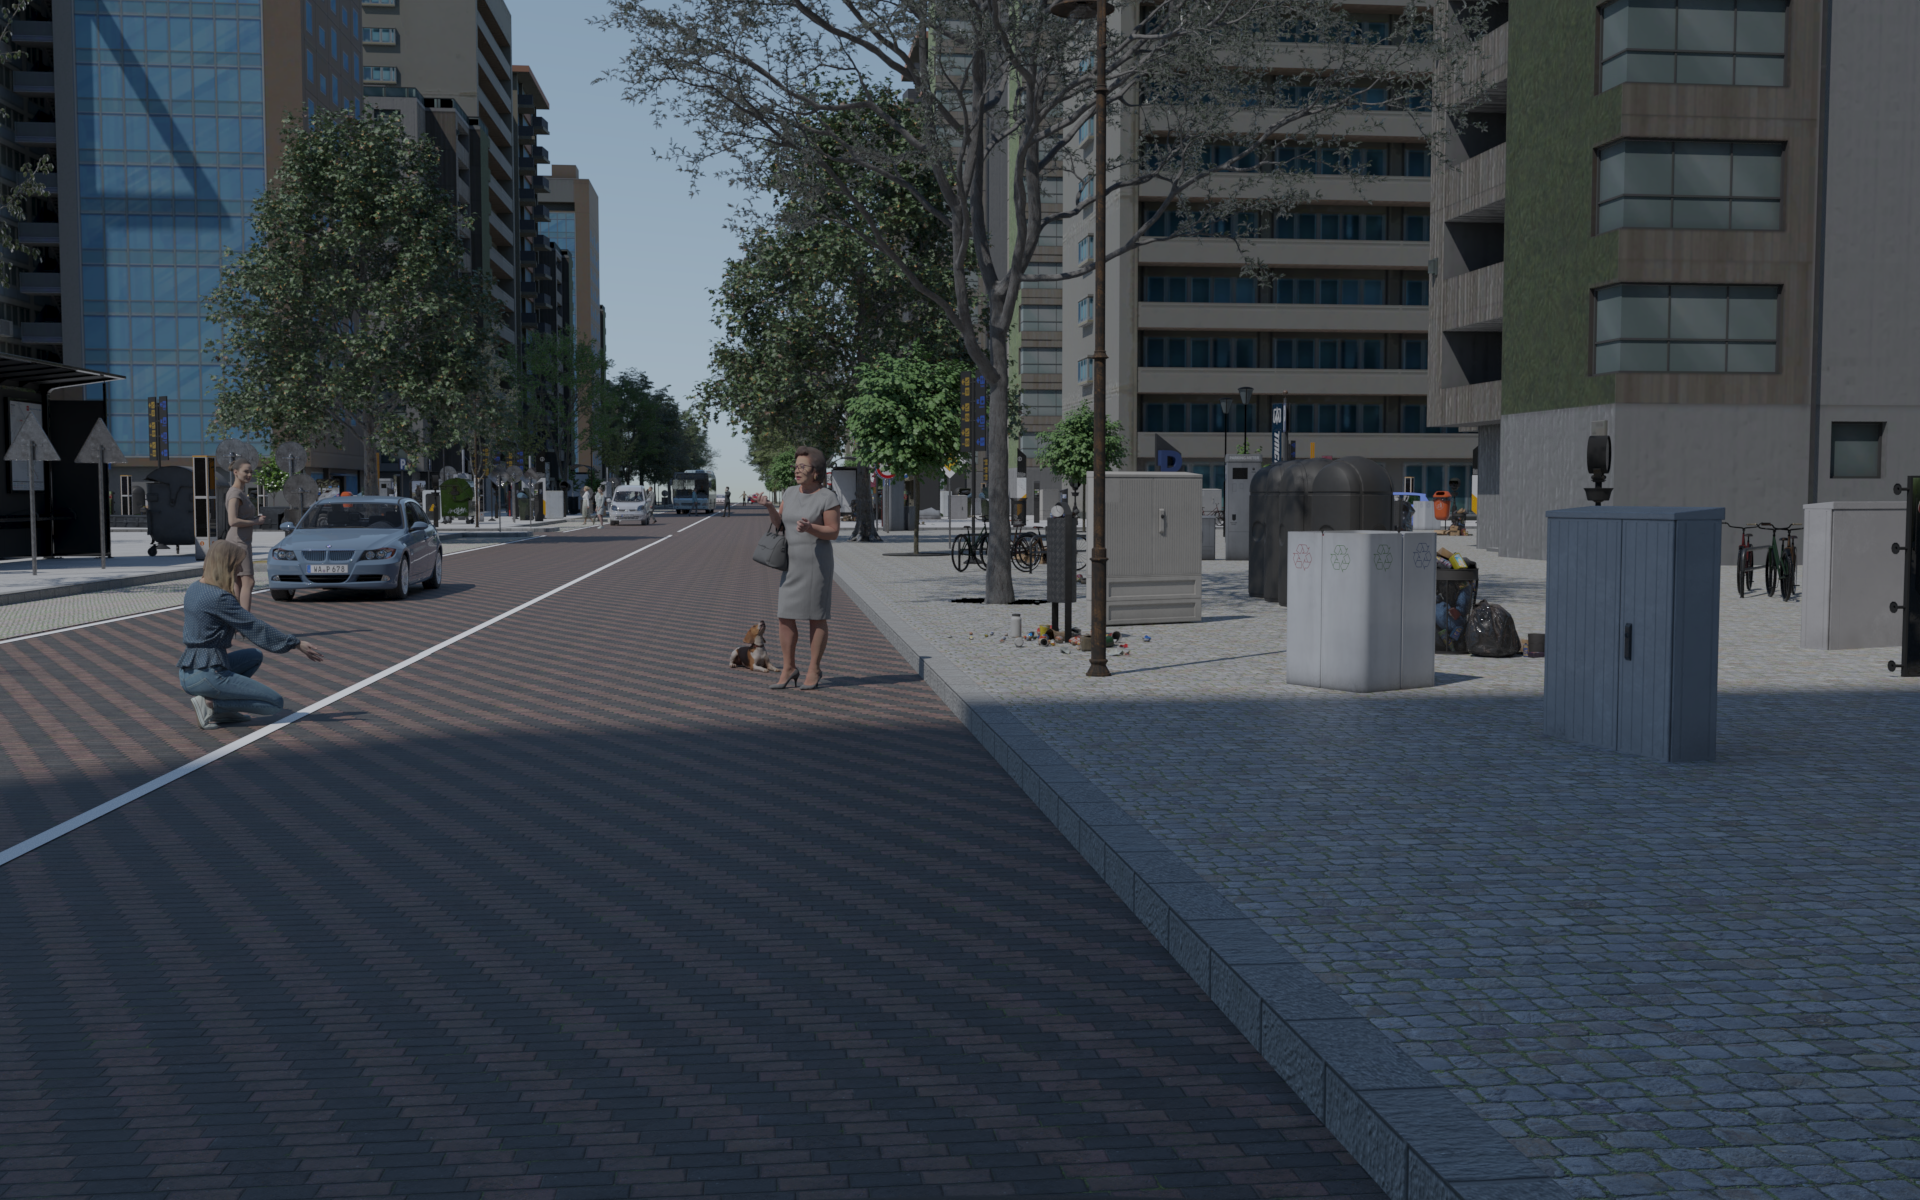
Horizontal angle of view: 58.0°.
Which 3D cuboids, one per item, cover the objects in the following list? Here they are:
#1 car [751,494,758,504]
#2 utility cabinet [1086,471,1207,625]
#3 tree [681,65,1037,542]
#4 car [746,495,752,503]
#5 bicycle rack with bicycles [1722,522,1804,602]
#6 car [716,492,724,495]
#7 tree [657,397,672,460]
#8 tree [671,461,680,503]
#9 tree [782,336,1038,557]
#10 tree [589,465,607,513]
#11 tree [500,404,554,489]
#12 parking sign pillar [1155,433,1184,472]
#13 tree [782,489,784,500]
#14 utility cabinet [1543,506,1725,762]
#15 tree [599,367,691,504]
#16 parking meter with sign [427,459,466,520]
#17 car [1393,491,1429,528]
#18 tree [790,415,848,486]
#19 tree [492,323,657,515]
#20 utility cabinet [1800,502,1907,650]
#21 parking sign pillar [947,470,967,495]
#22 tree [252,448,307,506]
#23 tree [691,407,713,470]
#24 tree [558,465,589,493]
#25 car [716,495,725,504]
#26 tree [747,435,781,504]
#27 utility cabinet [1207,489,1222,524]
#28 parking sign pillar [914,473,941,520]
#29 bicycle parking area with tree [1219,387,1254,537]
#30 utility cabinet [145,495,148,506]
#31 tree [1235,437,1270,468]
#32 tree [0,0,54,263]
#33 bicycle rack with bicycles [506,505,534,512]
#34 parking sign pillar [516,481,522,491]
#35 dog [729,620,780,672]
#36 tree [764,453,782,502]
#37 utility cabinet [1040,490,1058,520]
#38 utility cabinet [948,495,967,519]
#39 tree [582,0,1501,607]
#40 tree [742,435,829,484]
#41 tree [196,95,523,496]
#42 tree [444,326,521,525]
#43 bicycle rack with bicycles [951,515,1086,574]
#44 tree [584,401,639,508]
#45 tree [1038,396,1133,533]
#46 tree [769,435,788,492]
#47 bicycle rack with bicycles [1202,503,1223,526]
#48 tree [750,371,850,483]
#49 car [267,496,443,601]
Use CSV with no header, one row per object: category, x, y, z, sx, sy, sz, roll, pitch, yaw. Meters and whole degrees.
car,-28.497,-14.343,243.552,2.155,1.783,4.494,0,4,-7
utility cabinet,1.822,-0.510,17.024,1.173,1.500,0.318,-2,4,-28
tree,-2.698,-7.925,46.585,9.611,12.733,9.660,0,3,0
car,-35.243,-17.202,293.829,1.945,1.354,3.894,-1,4,-9
bicycle rack with bicycles,10.669,-0.495,21.478,2.852,0.926,2.925,3,4,36
car,-33.571,-14.245,242.692,2.009,1.686,4.222,0,4,-7
tree,-30.073,-14.084,156.029,9.928,11.665,9.643,0,3,0
tree,-38.372,-17.254,232.463,4.360,8.622,3.978,0,3,0
tree,-0.921,-3.202,36.061,4.285,4.588,4.351,0,3,0
tree,-24.629,-7.443,116.296,1.663,3.219,1.824,0,3,0
tree,-32.587,-10.958,129.526,4.737,8.622,4.395,0,3,0
parking sign pillar,9.328,-5.421,77.100,1.447,3.967,1.447,-2,4,-24
tree,-18.908,-20.315,188.040,12.611,20.169,13.585,0,3,0
utility cabinet,3.375,0.146,8.768,0.306,1.237,1.020,-1,4,-16
tree,-31.691,-16.264,172.564,9.857,13.997,8.962,0,3,0
parking meter with sign,-25.157,-5.421,84.893,1.738,3.016,0.543,-1,4,-11
car,16.379,-3.484,66.547,3.694,1.707,1.945,0,4,-7
tree,-7.056,-8.412,87.901,4.360,8.622,3.978,0,3,0
tree,-24.453,-11.051,106.434,9.928,11.665,9.643,0,3,0
utility cabinet,7.522,-0.206,14.524,1.020,1.237,0.306,-2,4,-25
parking sign pillar,-0.205,-7.901,117.647,1.447,3.967,1.447,1,4,21
tree,-27.108,-4.528,68.635,1.663,3.219,1.824,0,3,0
tree,-36.383,-18.958,216.621,9.857,13.997,8.962,0,3,0
tree,-25.612,-7.308,114.094,1.663,3.219,1.824,0,3,0
car,-31.858,-13.319,230.124,2.083,1.381,4.827,0,4,-6
tree,-24.777,-18.684,231.236,9.928,11.665,9.643,0,3,0
utility cabinet,10.635,-3.992,73.943,1.173,1.500,0.318,-2,4,-33
parking sign pillar,-1.670,-6.059,87.541,1.447,3.967,1.447,1,4,10
bicycle parking area with tree,7.628,-3.797,49.089,9.016,4.147,8.231,1,4,16
utility cabinet,-40.305,-4.570,85.881,1.020,1.237,0.306,0,4,5
tree,9.566,-3.889,58.191,1.663,3.219,1.824,0,3,0
tree,-14.171,-4.445,23.044,4.360,8.622,3.978,0,3,0
bicycle rack with bicycles,-28.534,-6.120,113.439,2.852,0.926,2.925,3,4,37
parking sign pillar,-34.612,-9.007,135.733,1.447,3.967,1.447,0,4,-5
dog,-1.652,0.363,14.263,0.550,0.427,0.748,1,4,12
tree,-11.067,-7.923,113.256,4.285,4.588,4.351,0,3,0
utility cabinet,4.294,-4.628,84.347,0.318,1.500,1.173,3,5,43
utility cabinet,-0.112,-4.716,88.265,1.020,1.237,0.306,-2,4,-33
tree,0.387,-6.693,19.801,12.009,13.543,11.850,0,3,0
tree,-15.788,-15.659,162.683,9.857,13.997,8.962,0,3,0
tree,-17.285,-8.150,50.255,9.611,12.733,9.660,0,3,0
tree,-19.731,-7.345,70.453,4.360,8.622,3.978,0,3,0
bicycle rack with bicycles,1.022,-0.959,29.058,2.925,0.926,2.852,-3,5,-39
tree,-27.921,-11.477,138.011,4.737,8.622,4.395,0,3,0
tree,4.263,-4.561,58.286,4.285,4.588,4.351,0,3,0
tree,-21.324,-15.641,206.084,4.737,8.622,4.395,0,3,0
bicycle rack with bicycles,11.003,-3.459,69.935,2.925,0.926,2.852,2,4,27
tree,-11.229,-12.453,121.726,7.486,12.596,7.792,0,3,0
car,-8.594,-0.790,24.911,2.014,1.417,4.499,0,4,-7
